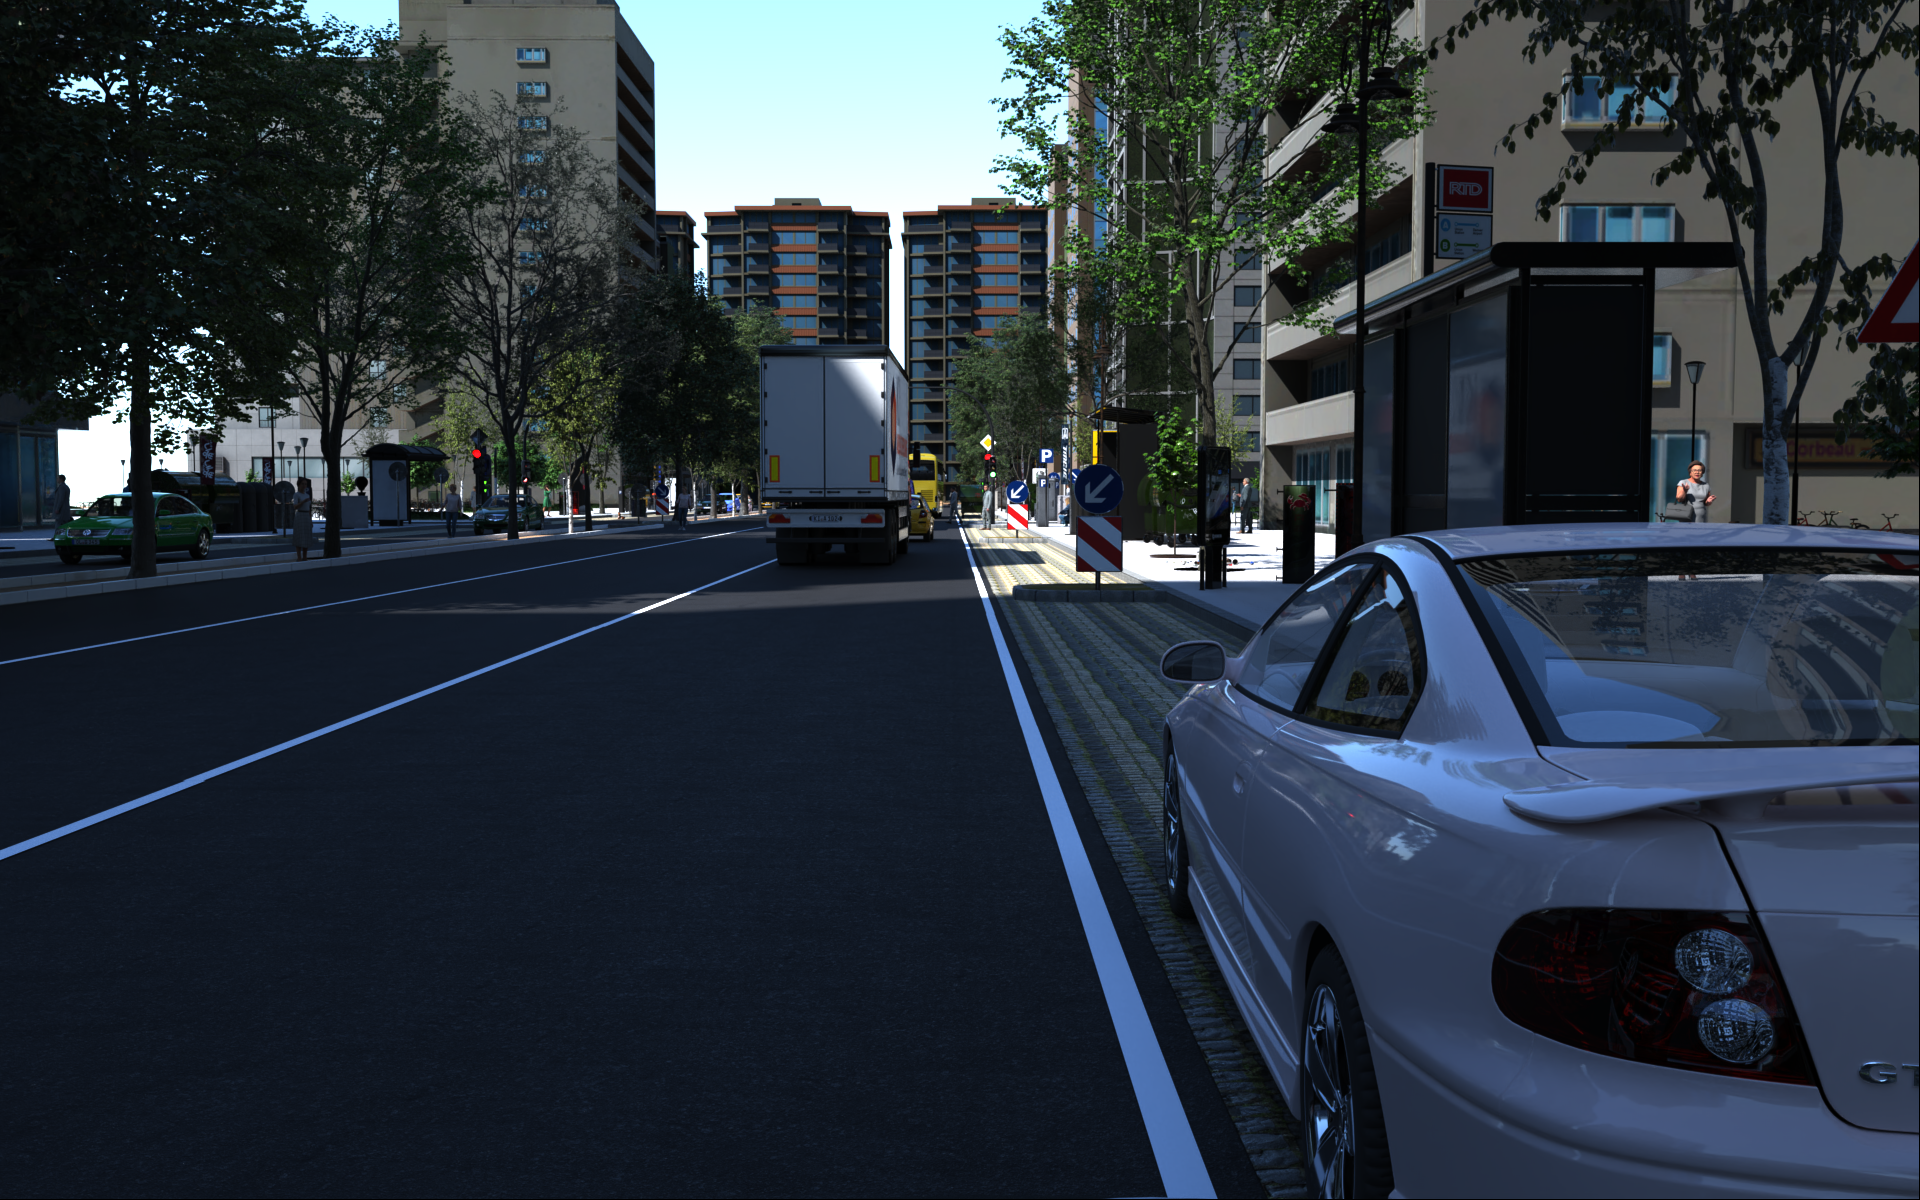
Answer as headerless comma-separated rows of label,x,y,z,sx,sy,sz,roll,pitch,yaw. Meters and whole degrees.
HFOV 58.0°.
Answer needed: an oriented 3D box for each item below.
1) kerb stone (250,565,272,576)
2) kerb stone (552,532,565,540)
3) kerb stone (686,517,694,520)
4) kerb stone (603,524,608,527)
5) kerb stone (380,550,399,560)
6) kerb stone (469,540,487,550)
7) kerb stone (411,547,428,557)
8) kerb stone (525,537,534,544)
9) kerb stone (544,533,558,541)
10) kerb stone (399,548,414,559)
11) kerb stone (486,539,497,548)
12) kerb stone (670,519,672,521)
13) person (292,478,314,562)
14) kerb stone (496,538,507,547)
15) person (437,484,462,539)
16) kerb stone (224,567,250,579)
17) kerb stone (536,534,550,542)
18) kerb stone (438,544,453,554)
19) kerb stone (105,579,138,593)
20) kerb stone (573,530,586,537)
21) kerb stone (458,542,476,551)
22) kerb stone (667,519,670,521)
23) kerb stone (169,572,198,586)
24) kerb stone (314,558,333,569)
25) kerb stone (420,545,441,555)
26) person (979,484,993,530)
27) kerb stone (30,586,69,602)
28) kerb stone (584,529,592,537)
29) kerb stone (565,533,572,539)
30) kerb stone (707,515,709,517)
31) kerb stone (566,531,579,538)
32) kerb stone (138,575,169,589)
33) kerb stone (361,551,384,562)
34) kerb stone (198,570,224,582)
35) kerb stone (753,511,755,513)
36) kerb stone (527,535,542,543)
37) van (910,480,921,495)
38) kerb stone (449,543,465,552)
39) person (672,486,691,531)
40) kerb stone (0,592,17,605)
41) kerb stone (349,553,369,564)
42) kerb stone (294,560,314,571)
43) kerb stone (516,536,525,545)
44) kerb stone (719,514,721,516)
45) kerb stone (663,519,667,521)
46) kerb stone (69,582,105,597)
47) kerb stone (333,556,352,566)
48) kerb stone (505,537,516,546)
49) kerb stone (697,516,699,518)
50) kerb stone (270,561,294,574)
kerb stone,-12.458,-0.515,30.617,0.120,0.150,1.000,0,4,0
kerb stone,-12.601,-1.956,54.198,0.120,0.150,1.000,0,4,0
kerb stone,-14.977,-4.496,95.733,0.120,0.150,1.000,0,4,0
kerb stone,-14.823,-3.016,71.569,0.120,0.150,1.000,0,4,0
kerb stone,-12.511,-0.954,37.798,0.120,0.150,1.000,0,4,0
kerb stone,-12.551,-1.393,44.971,0.120,0.150,1.000,0,4,0
kerb stone,-12.516,-1.080,39.855,0.120,0.150,1.000,0,4,0
kerb stone,-12.587,-1.705,50.093,0.120,0.150,1.000,0,4,0
kerb stone,-12.602,-1.895,53.176,0.120,0.150,1.000,0,4,0
kerb stone,-12.516,-1.015,38.820,0.120,0.150,1.000,0,4,0
kerb stone,-12.552,-1.456,45.995,0.120,0.150,1.000,0,4,0
kerb stone,-14.938,-4.059,88.558,0.120,0.150,1.000,0,4,0
person,-13.076,-1.562,34.611,0.524,1.755,0.480,1,4,18
kerb stone,-12.568,-1.518,47.017,0.120,0.150,1.000,0,4,0
person,-15.433,-2.645,52.414,0.731,1.740,0.598,-1,4,-14
kerb stone,-12.447,-0.453,29.595,0.120,0.150,1.000,0,4,0
kerb stone,-12.589,-1.830,52.147,0.120,0.150,1.000,0,4,0
kerb stone,-12.529,-1.205,41.905,0.120,0.150,1.000,0,4,0
kerb stone,-12.430,-0.201,25.490,0.120,0.150,1.000,0,4,0
kerb stone,-12.630,-2.145,57.272,0.120,0.150,1.000,0,4,0
kerb stone,-12.548,-1.328,43.949,0.120,0.150,1.000,0,4,0
kerb stone,-14.932,-3.996,87.535,0.120,0.150,1.000,0,4,0
kerb stone,-12.439,-0.327,27.548,0.120,0.150,1.000,0,4,0
kerb stone,-12.483,-0.703,33.697,0.120,0.150,1.000,0,4,0
kerb stone,-12.522,-1.140,40.883,0.120,0.150,1.000,0,4,0
person,1.073,-3.665,68.528,0.391,1.810,0.635,-2,4,-32
kerb stone,-12.410,-0.076,23.441,0.120,0.150,1.000,0,4,0
kerb stone,-12.639,-2.204,58.300,0.120,0.150,1.000,0,4,0
kerb stone,-12.616,-2.018,55.225,0.120,0.150,1.000,0,4,0
kerb stone,-15.016,-4.874,101.889,0.120,0.150,1.000,0,4,0
kerb stone,-12.625,-2.083,56.247,0.120,0.150,1.000,0,4,0
kerb stone,-12.433,-0.264,26.523,0.120,0.150,1.000,0,4,0
kerb stone,-12.499,-0.892,36.775,0.120,0.150,1.000,0,4,0
kerb stone,-12.448,-0.390,28.573,0.120,0.150,1.000,0,4,0
kerb stone,-15.171,-6.308,125.437,0.120,0.150,1.000,0,4,0
kerb stone,-12.602,-1.768,51.122,0.120,0.150,1.000,0,4,0
van,-2.753,-3.982,69.497,2.240,2.365,5.245,0,4,1
kerb stone,-12.537,-1.264,42.927,0.120,0.150,1.000,0,4,0
person,-10.926,-3.597,67.982,0.731,1.740,0.598,-1,4,-12
kerb stone,-12.399,-0.012,22.419,0.120,0.150,1.000,0,4,0
kerb stone,-12.484,-0.827,35.745,0.120,0.150,1.000,0,4,0
kerb stone,-12.471,-0.637,32.672,0.120,0.150,1.000,0,4,0
kerb stone,-12.575,-1.643,49.066,0.120,0.150,1.000,0,4,0
kerb stone,-15.049,-5.187,107.000,0.120,0.150,1.000,0,4,0
kerb stone,-14.923,-3.934,86.513,0.120,0.150,1.000,0,4,0
kerb stone,-12.421,-0.133,24.463,0.120,0.150,1.000,0,4,0
kerb stone,-12.481,-0.766,34.719,0.120,0.150,1.000,0,4,0
kerb stone,-12.572,-1.577,48.039,0.120,0.150,1.000,0,4,0
kerb stone,-14.993,-4.624,97.794,0.120,0.150,1.000,0,4,0
kerb stone,-12.462,-0.578,31.639,0.120,0.150,1.000,0,4,0
